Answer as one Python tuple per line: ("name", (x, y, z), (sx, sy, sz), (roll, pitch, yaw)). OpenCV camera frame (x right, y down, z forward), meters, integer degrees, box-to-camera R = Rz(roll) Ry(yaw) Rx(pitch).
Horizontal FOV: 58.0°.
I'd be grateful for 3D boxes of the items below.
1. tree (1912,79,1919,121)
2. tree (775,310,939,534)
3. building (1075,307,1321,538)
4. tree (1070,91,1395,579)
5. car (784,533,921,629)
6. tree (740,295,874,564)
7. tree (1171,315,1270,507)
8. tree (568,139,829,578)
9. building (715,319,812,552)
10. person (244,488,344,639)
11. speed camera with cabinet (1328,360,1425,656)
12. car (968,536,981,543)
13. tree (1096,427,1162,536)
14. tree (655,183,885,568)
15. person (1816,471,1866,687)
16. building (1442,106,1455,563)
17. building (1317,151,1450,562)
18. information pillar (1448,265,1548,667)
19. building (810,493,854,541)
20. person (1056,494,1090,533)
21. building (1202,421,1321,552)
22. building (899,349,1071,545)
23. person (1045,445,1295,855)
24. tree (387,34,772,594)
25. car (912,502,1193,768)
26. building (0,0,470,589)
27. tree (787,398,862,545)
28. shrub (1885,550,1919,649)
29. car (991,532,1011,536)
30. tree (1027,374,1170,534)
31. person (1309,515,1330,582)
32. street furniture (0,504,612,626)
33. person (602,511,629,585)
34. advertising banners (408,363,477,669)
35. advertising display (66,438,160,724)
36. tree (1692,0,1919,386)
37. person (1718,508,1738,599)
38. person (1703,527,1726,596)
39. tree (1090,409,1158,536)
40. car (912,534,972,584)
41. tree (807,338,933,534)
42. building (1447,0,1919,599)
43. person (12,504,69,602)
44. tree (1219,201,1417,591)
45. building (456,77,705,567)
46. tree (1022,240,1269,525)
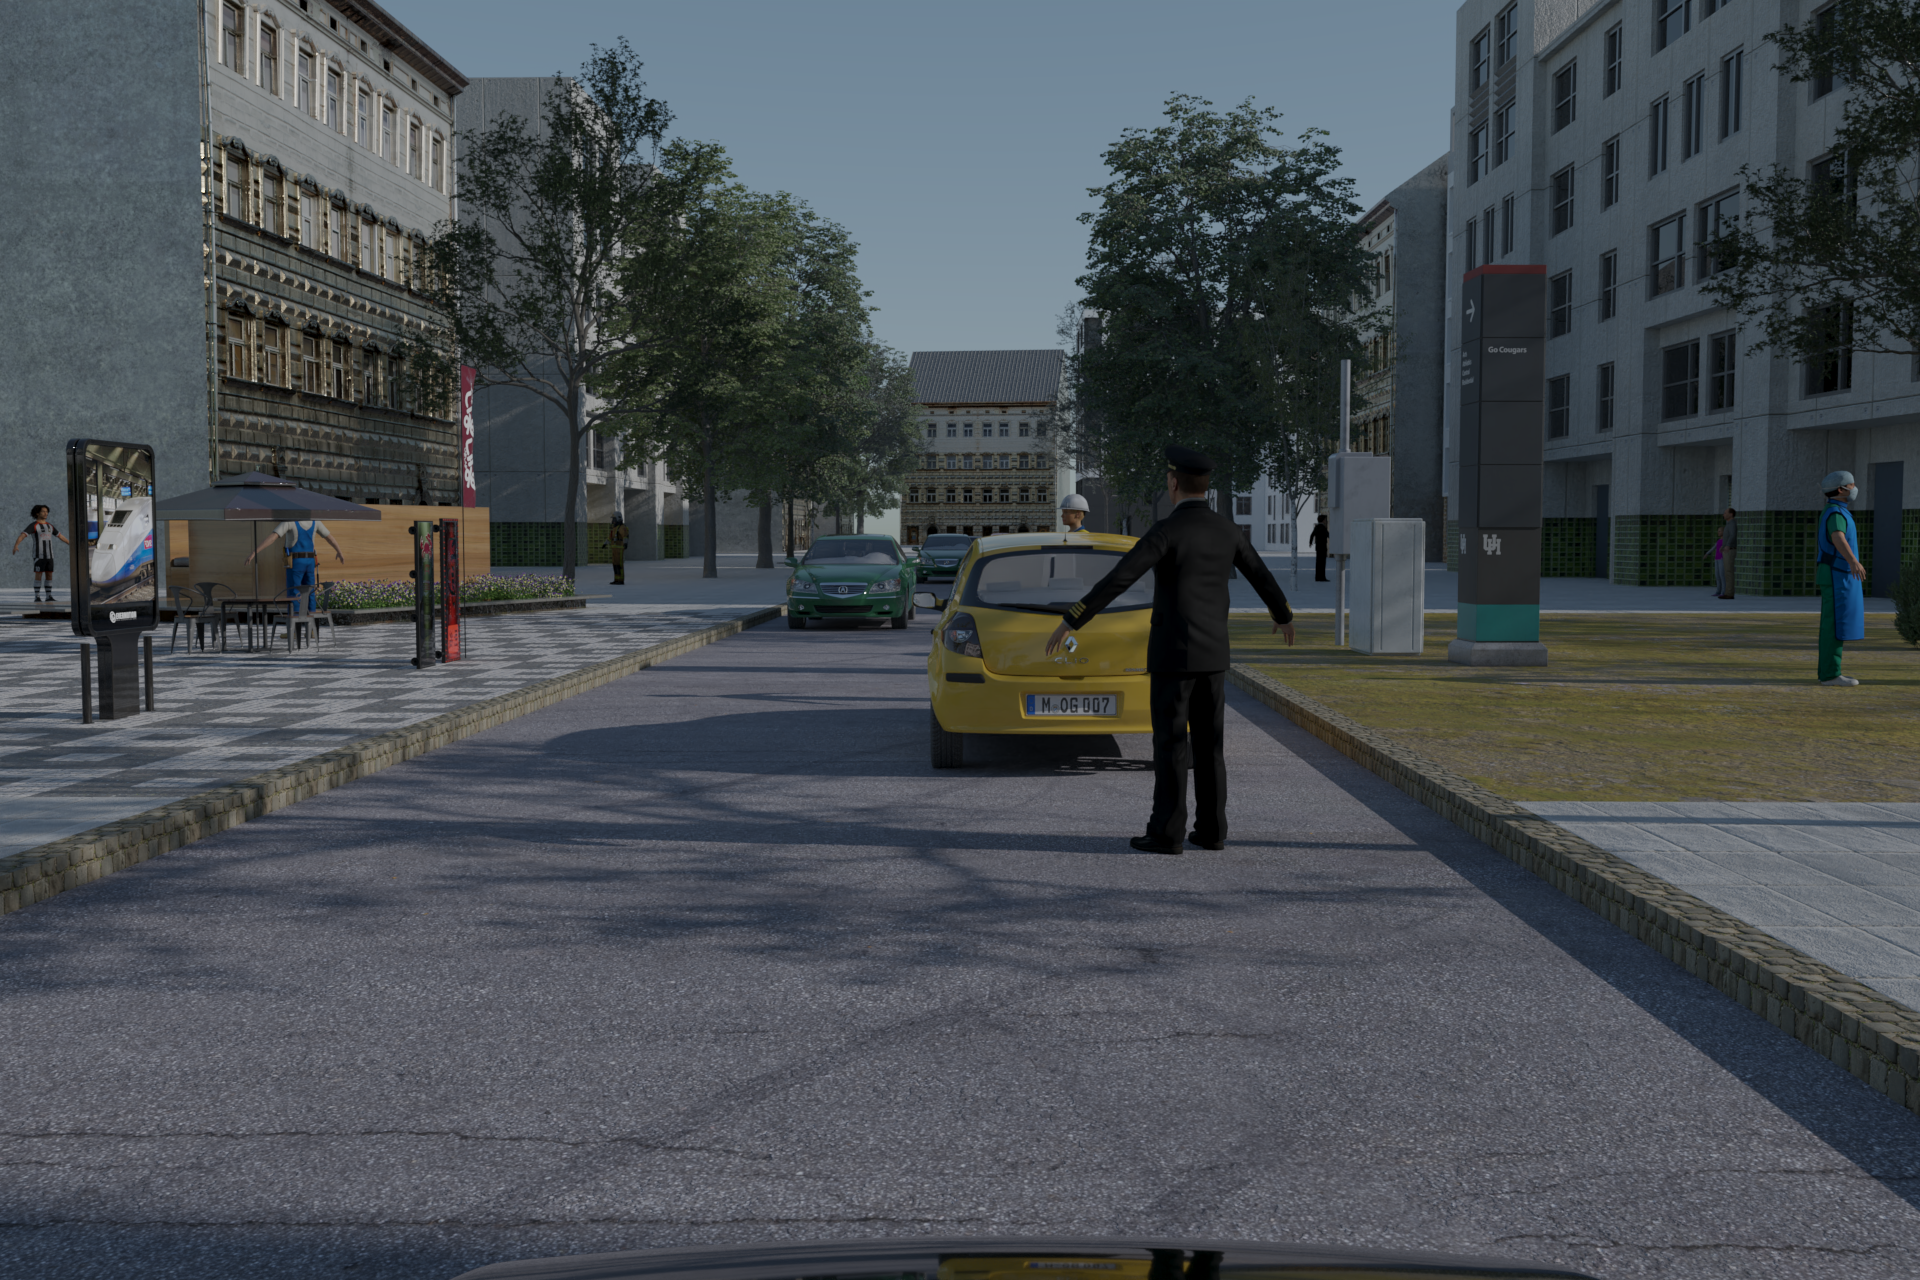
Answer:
("tree", (7.075, -4.413, 6.571), (8.767, 10.594, 7.601), (0, 4, -4))
("tree", (-6.810, -11.313, 95.345), (12.009, 13.543, 11.850), (0, 3, 0))
("building", (25.339, -20.099, 172.590), (27.936, 21.610, 32.646), (0, 4, 1))
("tree", (7.530, -8.722, 49.257), (9.857, 13.997, 8.962), (0, 3, 0))
("car", (-1.672, -0.970, 27.659), (2.131, 1.459, 4.920), (0, 4, 1))
("tree", (-7.247, -9.128, 74.999), (9.928, 11.665, 9.643), (0, 3, 0))
("tree", (8.494, -6.616, 58.531), (4.737, 8.622, 4.395), (0, 3, 0))
("tree", (-7.668, -8.114, 50.785), (7.486, 12.596, 7.792), (0, 3, 0))
("building", (-21.543, -18.380, 131.437), (19.493, 23.208, 18.063), (0, 4, 1))
("person", (-8.129, -0.945, 21.299), (0.705, 1.847, 1.347), (3, 4, 36))
("speed camera with cabinet", (4.576, -1.513, 19.081), (0.660, 3.252, 2.038), (0, 4, -1))
("car", (0.517, -4.255, 82.157), (1.945, 1.354, 3.894), (0, 4, 1))
("tree", (9.363, -8.958, 96.823), (4.737, 8.622, 4.395), (0, 3, 0))
("tree", (-7.245, -9.670, 64.752), (9.857, 13.997, 8.962), (0, 3, 0))
("person", (7.480, -0.525, 14.715), (0.704, 1.817, 1.347), (1, 4, 21))
("building", (26.309, -13.337, 74.472), (16.016, 20.090, 11.380), (0, 4, 1))
("building", (28.978, -15.634, 86.542), (19.493, 23.208, 18.063), (0, 4, 1))
("information pillar", (5.311, -1.691, 17.019), (0.750, 3.857, 0.750), (0, 4, -1))
("building", (-20.888, -21.176, 177.153), (19.493, 23.208, 18.063), (0, 4, 1))
("person", (0.877, -0.353, 14.698), (0.721, 1.772, 1.216), (-1, 4, -21))
("building", (25.165, -12.044, 139.059), (9.099, 9.664, 28.070), (0, 4, 1))
("building", (3.334, -22.779, 205.825), (18.063, 23.208, 19.493), (1, 4, 8))
("person", (1.016, 0.033, 7.851), (1.347, 1.837, 0.705), (-2, 4, -28))
("tree", (-6.992, -5.968, 31.989), (7.601, 10.594, 8.767), (-1, 4, -9))
("car", (0.656, -0.109, 12.014), (2.015, 1.641, 3.980), (0, 4, 0))
("building", (-26.365, -13.353, 49.250), (19.493, 23.208, 18.063), (0, 4, 2))
("tree", (-6.768, -8.031, 81.665), (4.737, 8.622, 4.395), (0, 3, 0))
("shrub", (10.854, -0.497, 19.240), (1.383, 1.207, 1.383), (0, 3, 0))
("car", (2.359, -5.321, 96.046), (2.155, 1.783, 4.494), (0, 4, 1))
("tree", (9.410, -12.257, 110.773), (12.009, 13.543, 11.850), (0, 3, 0))
("person", (9.760, -2.476, 46.663), (0.705, 1.806, 1.347), (-1, 4, -23))
("street furniture", (-9.279, -1.296, 28.051), (9.812, 1.723, 11.010), (1, 4, 20))
("person", (-8.661, -2.322, 43.733), (0.705, 1.858, 1.354), (-3, 4, -36))
("advertising banners", (-5.114, -1.290, 17.279), (0.090, 3.025, 2.074), (0, 4, 2))
("advertising display", (-5.890, -0.420, 12.084), (0.123, 1.923, 0.974), (0, 4, 2))
("tree", (13.583, -5.424, 23.089), (7.601, 10.594, 8.767), (1, 4, 9))
("person", (15.142, -1.705, 34.147), (0.705, 1.796, 1.348), (1, 4, 20))
("person", (15.530, -1.602, 35.466), (0.599, 1.433, 0.991), (0, 4, -7))
("tree", (8.439, -8.373, 87.268), (4.737, 8.622, 4.395), (0, 3, 0))
("car", (-0.352, -2.438, 51.654), (2.131, 1.459, 4.920), (0, 4, 1))
("tree", (-6.653, -12.674, 113.874), (9.857, 13.997, 8.962), (0, 3, 0))
("building", (24.936, -10.811, 43.216), (16.747, 18.905, 31.486), (0, 4, 1))
("person", (-16.900, -1.578, 31.949), (0.704, 1.843, 1.345), (2, 4, 25))
("tree", (7.435, -5.416, 38.918), (4.360, 8.622, 3.978), (0, 3, 0))
("building", (-22.980, -13.263, 83.304), (16.747, 18.905, 31.486), (0, 4, 1))
("tree", (8.028, -9.795, 70.516), (12.009, 13.543, 11.850), (0, 3, 0))
